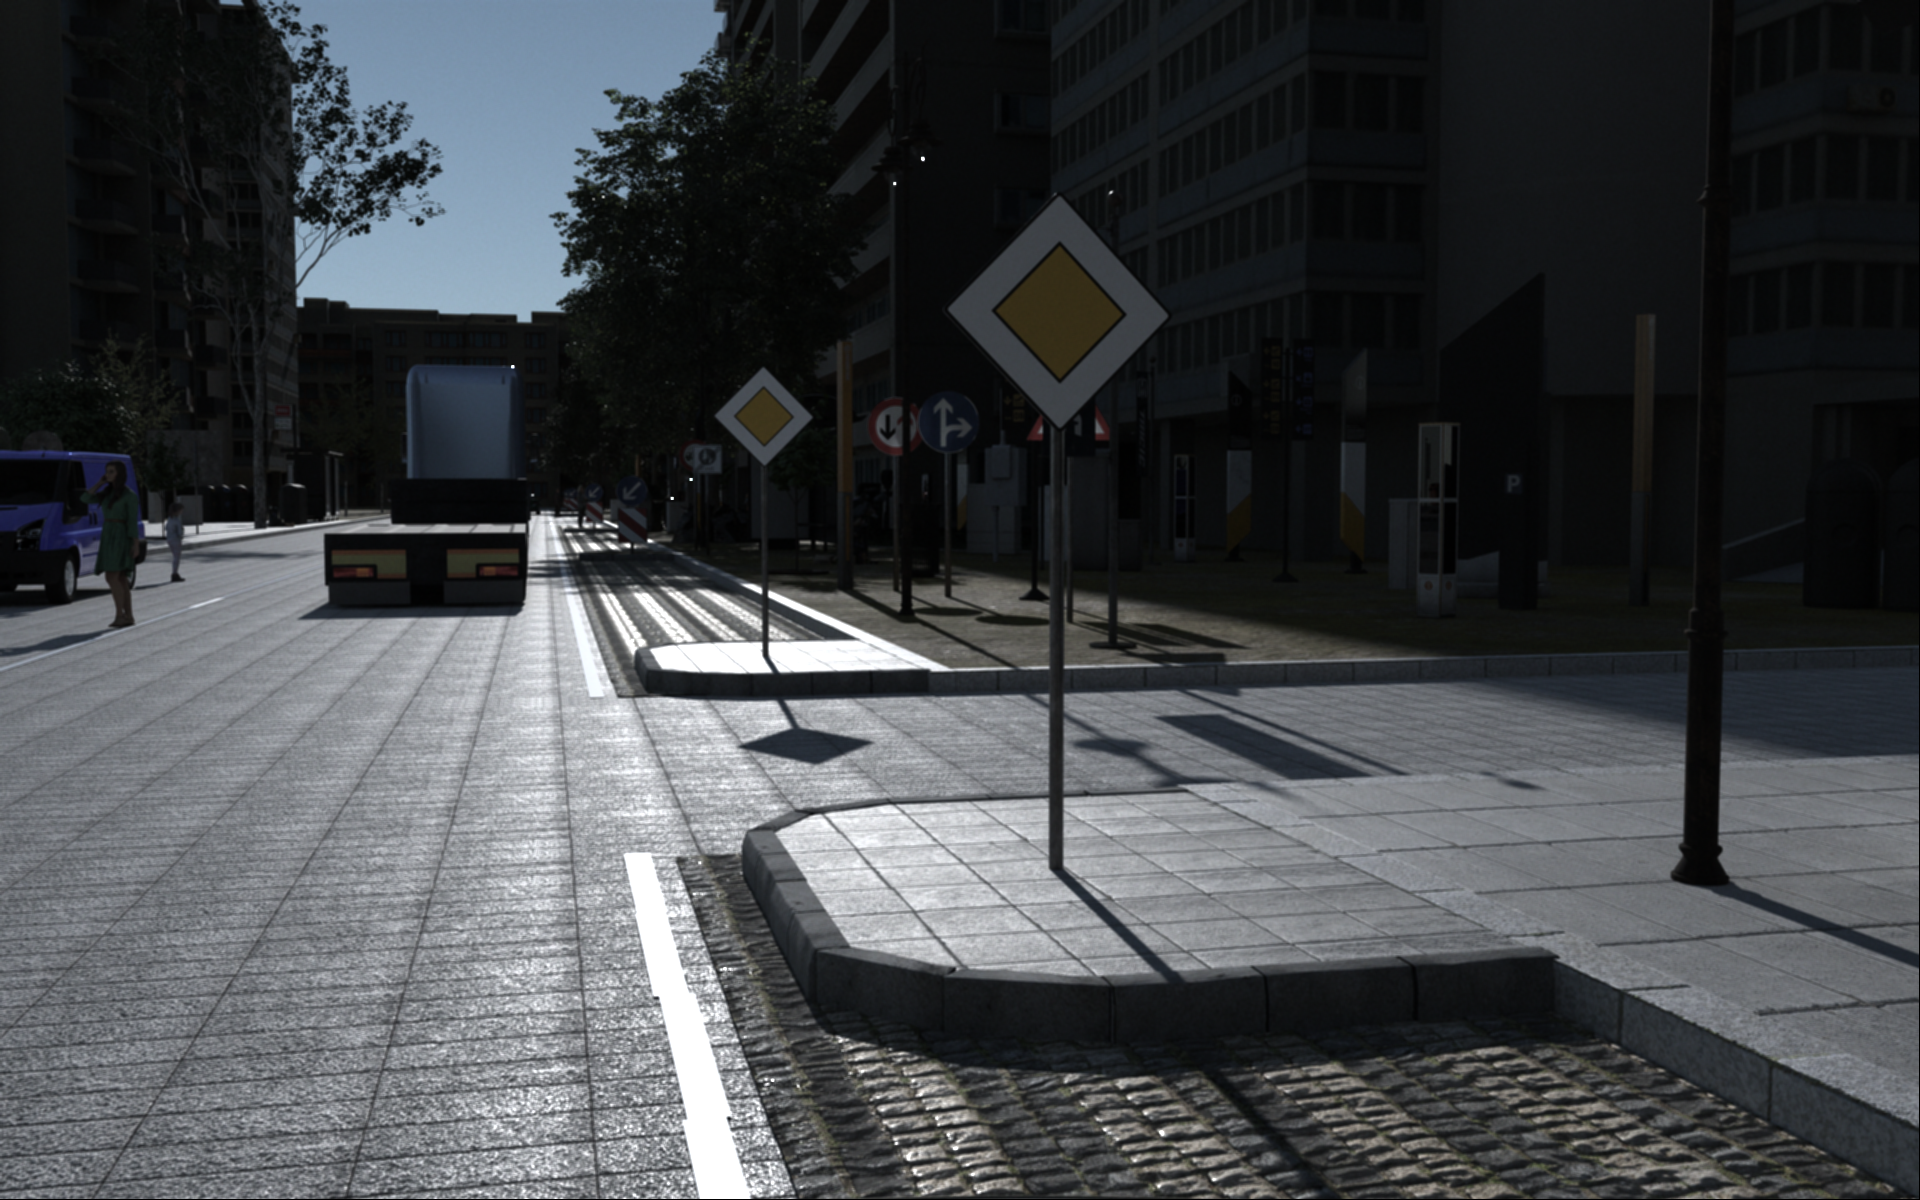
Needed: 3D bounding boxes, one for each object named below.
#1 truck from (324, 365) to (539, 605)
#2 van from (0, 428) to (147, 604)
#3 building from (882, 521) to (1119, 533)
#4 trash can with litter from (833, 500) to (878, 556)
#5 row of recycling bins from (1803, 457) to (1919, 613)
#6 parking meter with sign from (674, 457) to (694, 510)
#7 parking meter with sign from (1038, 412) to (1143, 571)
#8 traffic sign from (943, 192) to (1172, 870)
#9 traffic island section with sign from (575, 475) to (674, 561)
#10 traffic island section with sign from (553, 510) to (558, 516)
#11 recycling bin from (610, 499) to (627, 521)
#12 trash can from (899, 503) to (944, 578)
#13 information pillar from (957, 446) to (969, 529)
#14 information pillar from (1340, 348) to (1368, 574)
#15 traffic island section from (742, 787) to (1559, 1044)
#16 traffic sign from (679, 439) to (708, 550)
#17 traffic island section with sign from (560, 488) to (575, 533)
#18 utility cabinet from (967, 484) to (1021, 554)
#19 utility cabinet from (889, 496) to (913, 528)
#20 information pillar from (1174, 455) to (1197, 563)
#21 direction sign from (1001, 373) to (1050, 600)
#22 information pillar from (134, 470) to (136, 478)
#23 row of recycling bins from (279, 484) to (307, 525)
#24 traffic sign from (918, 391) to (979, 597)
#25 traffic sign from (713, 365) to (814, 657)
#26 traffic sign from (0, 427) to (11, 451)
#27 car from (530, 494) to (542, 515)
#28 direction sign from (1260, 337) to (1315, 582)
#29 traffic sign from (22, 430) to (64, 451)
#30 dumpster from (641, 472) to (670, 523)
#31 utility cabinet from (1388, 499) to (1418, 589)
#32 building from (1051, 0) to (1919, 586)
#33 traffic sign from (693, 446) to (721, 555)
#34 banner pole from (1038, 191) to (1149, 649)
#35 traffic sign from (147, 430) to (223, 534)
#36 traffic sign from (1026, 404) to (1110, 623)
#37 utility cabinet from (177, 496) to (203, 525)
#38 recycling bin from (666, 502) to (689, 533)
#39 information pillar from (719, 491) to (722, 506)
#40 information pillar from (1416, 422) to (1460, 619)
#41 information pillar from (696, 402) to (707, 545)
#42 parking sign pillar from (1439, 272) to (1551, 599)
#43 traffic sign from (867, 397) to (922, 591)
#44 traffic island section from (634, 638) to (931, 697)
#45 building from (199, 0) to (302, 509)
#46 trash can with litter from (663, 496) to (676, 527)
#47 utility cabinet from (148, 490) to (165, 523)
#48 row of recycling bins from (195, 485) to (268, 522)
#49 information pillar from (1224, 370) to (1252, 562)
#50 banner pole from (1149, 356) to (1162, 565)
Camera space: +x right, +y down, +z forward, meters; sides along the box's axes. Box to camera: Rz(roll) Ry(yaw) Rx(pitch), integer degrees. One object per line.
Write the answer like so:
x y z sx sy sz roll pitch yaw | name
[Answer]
-8.949 -2.505 30.708 2.967 4.110 18.799 -1 4 -14 | truck
-12.917 -1.204 24.063 2.240 2.365 5.245 -1 4 -13 | van
5.841 -27.096 66.721 21.300 48.544 21.600 -1 4 -13 | building
-2.077 -1.376 33.887 0.624 1.170 1.055 1 4 20 | trash can with litter
10.959 -0.707 18.677 1.069 1.692 3.534 -3 5 -44 | row of recycling bins
-12.560 -5.223 81.660 1.738 3.016 0.543 -1 4 -22 | parking meter with sign
2.185 -2.001 28.978 1.738 3.016 0.543 1 4 15 | parking meter with sign
0.326 -0.136 5.868 0.795 2.450 0.064 -1 4 -13 | traffic sign
-7.269 -1.774 37.637 1.989 1.847 2.006 -1 4 -13 | traffic island section with sign
-25.321 -6.363 112.659 1.989 1.847 2.006 -1 4 -13 | traffic island section with sign
-16.080 -4.223 81.599 0.722 1.027 0.722 0 4 -7 | recycling bin
-0.618 -0.920 26.693 0.748 1.137 0.748 0 3 0 | trash can
0.083 -3.478 48.223 0.183 3.616 0.504 -2 4 -35 | information pillar
6.329 -2.231 27.826 0.504 3.616 0.183 -2 4 -33 | information pillar
0.347 0.999 5.951 2.009 0.180 2.903 -1 4 -13 | traffic island section
-6.100 -2.439 39.990 0.768 2.556 0.104 0 4 -8 | traffic sign
-13.773 -3.423 64.599 1.989 1.847 2.006 -1 4 -13 | traffic island section with sign
0.723 -1.715 36.720 1.173 1.500 0.318 2 4 31 | utility cabinet
-1.696 -2.369 49.889 0.306 1.237 1.020 2 4 23 | utility cabinet
4.215 -1.710 32.444 0.304 2.012 0.304 3 4 38 | information pillar
0.905 -1.771 20.957 0.876 3.537 0.379 2 4 25 | direction sign
-24.841 -2.895 51.826 0.304 2.012 0.304 -1 4 -10 | information pillar
-28.231 -4.054 73.388 1.069 1.692 3.534 -1 4 -16 | row of recycling bins
-0.148 -1.311 21.544 0.768 2.556 0.104 0 4 -6 | traffic sign
-1.541 -0.611 13.633 0.795 2.450 0.064 -1 4 -13 | traffic sign
-17.357 -1.886 30.945 0.768 2.556 0.104 -1 4 -11 | traffic sign
-30.420 -6.716 121.599 2.131 1.459 4.920 -1 4 -12 | car
4.761 -2.034 25.250 0.876 3.537 0.379 -1 4 -20 | direction sign
-18.284 -2.107 34.553 0.768 2.556 0.104 -1 4 -12 | traffic sign
-13.567 -4.509 76.210 1.502 2.255 1.985 -1 4 -14 | dumpster
6.218 -0.772 23.782 0.306 1.237 1.020 3 4 36 | utility cabinet
16.048 -21.276 39.742 23.993 40.220 32.217 -1 4 -13 | building
-5.256 -2.076 36.080 0.606 2.300 0.079 -1 4 -9 | traffic sign
1.059 -1.488 14.351 0.863 3.779 0.401 -1 4 -16 | banner pole
-24.632 -3.744 55.083 2.265 3.308 0.079 0 4 -7 | traffic sign
1.096 -1.055 17.247 0.884 2.594 0.081 0 4 -5 | traffic sign
-31.782 -3.689 71.473 0.306 1.237 1.020 2 4 28 | utility cabinet
-9.383 -2.759 57.671 0.722 1.027 0.722 -1 4 -14 | recycling bin
-12.260 -5.881 87.506 0.504 3.616 0.183 2 4 27 | information pillar
4.952 -0.823 17.951 0.304 2.012 0.304 -3 5 -40 | information pillar
-6.567 -3.211 43.859 0.183 3.616 0.504 1 4 9 | information pillar
6.693 -2.034 21.725 1.447 3.967 1.447 3 5 41 | parking sign pillar
-0.844 -1.394 22.896 0.768 2.556 0.104 0 4 -8 | traffic sign
-1.520 0.524 13.715 2.009 0.180 2.903 -1 4 -13 | traffic island section
-62.608 -26.728 128.885 23.993 40.220 32.217 -1 4 -13 | building
-11.688 -3.459 67.616 1.678 1.210 2.233 3 5 45 | trash can with litter
-35.112 -4.094 75.616 0.318 1.500 1.173 0 4 -6 | utility cabinet
-33.664 -4.455 79.952 1.069 1.692 3.534 2 4 32 | row of recycling bins
5.297 -2.542 32.917 0.504 3.616 0.183 -1 4 -18 | information pillar
3.357 -2.523 31.261 0.401 3.779 0.863 2 4 33 | banner pole
